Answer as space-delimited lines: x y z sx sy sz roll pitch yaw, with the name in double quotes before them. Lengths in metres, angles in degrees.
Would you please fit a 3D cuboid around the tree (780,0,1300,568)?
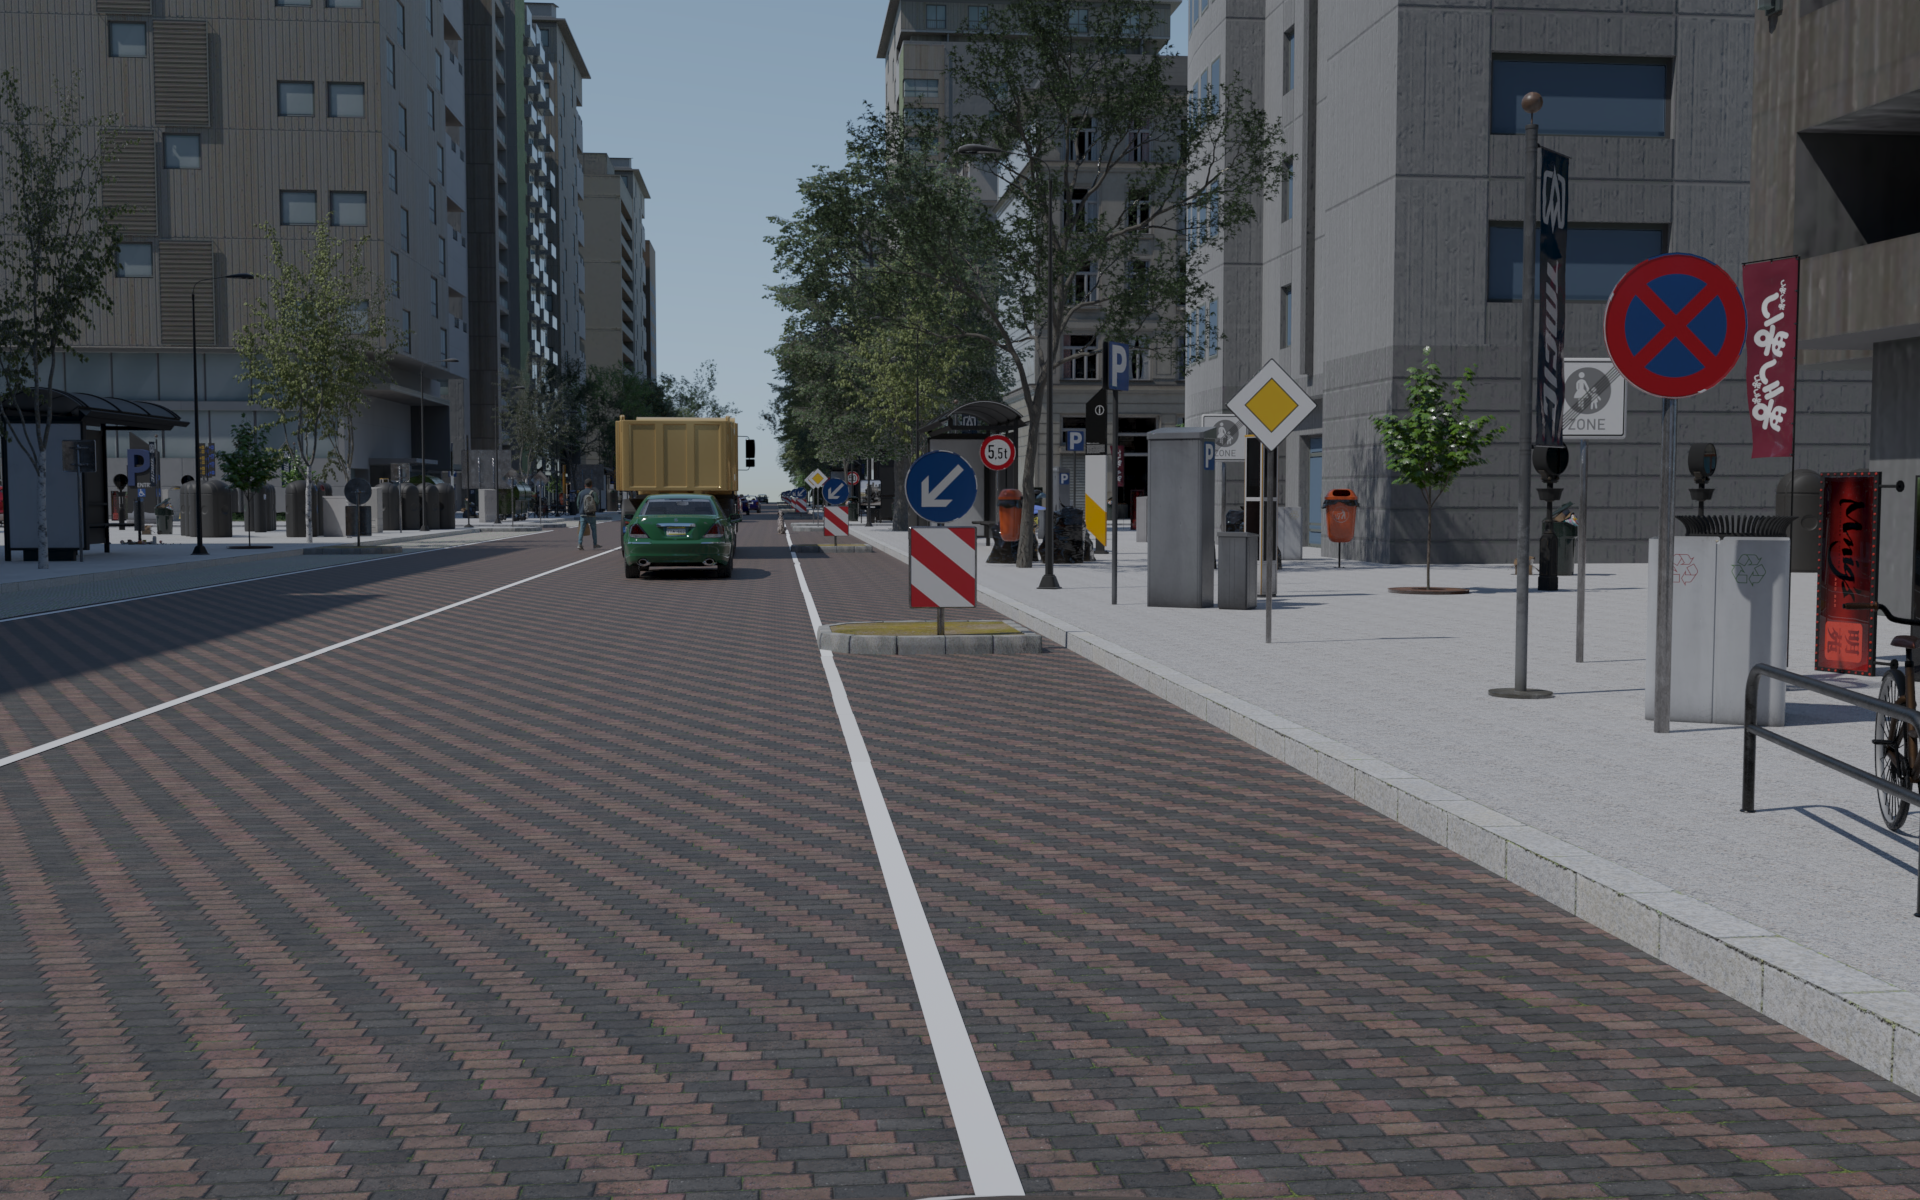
"tree" 1.165 -5.815 29.487 8.767 10.594 7.601 -1 4 -11

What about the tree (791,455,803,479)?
"tree" -18.104 -15.946 211.082 4.737 8.622 4.395 0 3 0

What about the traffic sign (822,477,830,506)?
"traffic sign" -9.695 -7.686 125.776 0.768 2.556 0.104 0 4 -6

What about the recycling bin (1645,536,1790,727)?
"recycling bin" 4.357 0.159 9.958 0.722 1.027 0.722 2 4 25

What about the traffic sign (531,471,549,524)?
"traffic sign" -18.037 -4.331 74.449 0.795 2.450 0.064 0 4 -6

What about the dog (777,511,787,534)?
"dog" -6.508 -2.781 62.312 0.513 0.831 0.800 2 4 27

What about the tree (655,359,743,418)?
"tree" -36.836 -23.601 241.766 12.611 20.169 13.585 0 3 0

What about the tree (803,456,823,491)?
"tree" -11.512 -11.897 144.870 4.360 8.622 3.978 0 3 0

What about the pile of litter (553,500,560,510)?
"pile of litter" -32.227 -7.634 138.781 1.719 0.858 1.176 1 4 16

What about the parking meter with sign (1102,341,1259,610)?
"parking meter with sign" 2.508 -1.427 19.596 1.738 3.016 0.543 2 4 30

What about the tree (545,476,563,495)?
"tree" -34.190 -9.334 147.218 1.663 3.219 1.824 0 3 0

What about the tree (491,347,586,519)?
"tree" -21.930 -8.416 87.970 4.360 8.622 3.978 0 3 0

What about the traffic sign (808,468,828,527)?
"traffic sign" -5.555 -3.920 67.732 0.795 2.450 0.064 0 4 -6

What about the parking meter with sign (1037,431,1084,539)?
"parking meter with sign" 2.762 -3.202 48.621 0.543 3.016 1.738 -2 4 -29

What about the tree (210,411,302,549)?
"tree" -16.860 -2.826 40.811 1.663 3.219 1.824 0 3 0

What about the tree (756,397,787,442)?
"tree" -25.559 -25.373 270.742 12.611 20.169 13.585 0 3 0

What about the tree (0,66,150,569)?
"tree" -15.975 -4.844 29.570 4.360 8.622 3.978 0 3 0

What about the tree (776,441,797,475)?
"tree" -27.016 -23.441 293.636 12.009 13.543 11.850 0 3 0

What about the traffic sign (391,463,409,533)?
"traffic sign" -18.544 -3.380 57.388 0.606 2.300 0.079 0 4 -2

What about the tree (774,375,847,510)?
"tree" -10.795 -13.355 136.474 7.486 12.596 7.792 0 3 0

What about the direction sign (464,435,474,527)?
"direction sign" -18.908 -4.561 66.575 0.379 3.537 0.876 -1 4 -13

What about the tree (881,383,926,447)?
"tree" -3.300 -9.582 107.028 4.360 8.622 3.978 0 3 0

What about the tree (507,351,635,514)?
"tree" -24.956 -10.884 112.363 8.767 10.594 7.601 -1 4 -19

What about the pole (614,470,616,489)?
"pole" -29.032 -9.285 145.653 0.158 3.312 0.155 0 3 0

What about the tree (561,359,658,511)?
"tree" -26.830 -12.752 134.250 9.928 11.665 9.643 0 3 0

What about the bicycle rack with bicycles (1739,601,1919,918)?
"bicycle rack with bicycles" 4.081 0.445 6.107 2.852 0.926 2.925 1 4 9

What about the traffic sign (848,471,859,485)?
"traffic sign" -6.038 -5.947 97.346 0.768 2.556 0.104 0 4 2

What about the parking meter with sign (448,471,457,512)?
"parking meter with sign" -35.398 -7.627 120.959 0.543 3.016 1.738 -1 4 -14

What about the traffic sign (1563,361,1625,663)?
"traffic sign" 4.718 -0.672 13.119 0.606 2.300 0.079 0 4 -2

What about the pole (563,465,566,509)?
"pole" -27.535 -7.750 120.560 0.158 3.312 0.155 0 3 0

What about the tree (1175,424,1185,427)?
"tree" 9.360 -4.864 63.238 4.285 4.588 4.351 0 3 0

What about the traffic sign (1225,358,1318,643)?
"traffic sign" 2.652 -0.835 14.831 0.795 2.450 0.064 0 4 -4

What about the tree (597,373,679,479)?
"tree" -29.967 -15.137 164.497 9.611 12.733 9.660 0 3 0

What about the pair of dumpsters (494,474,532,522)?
"pair of dumpsters" -21.443 -4.886 82.384 1.574 2.255 4.437 0 4 -6

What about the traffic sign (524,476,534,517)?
"traffic sign" -23.766 -5.705 95.405 0.606 2.300 0.079 0 4 1

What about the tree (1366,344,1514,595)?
"tree" 6.034 -1.710 22.560 1.663 3.219 1.824 0 3 0

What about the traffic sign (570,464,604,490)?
"traffic sign" -25.477 -7.616 118.387 2.265 3.308 0.079 0 4 -1

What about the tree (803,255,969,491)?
"tree" -1.519 -6.235 52.311 4.737 8.622 4.395 0 3 0

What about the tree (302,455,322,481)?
"tree" -28.679 -4.913 74.932 1.663 3.219 1.824 0 3 0

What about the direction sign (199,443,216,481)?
"direction sign" -33.394 -5.192 76.879 0.876 3.537 0.379 1 4 20

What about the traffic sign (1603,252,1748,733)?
"traffic sign" 3.776 -0.559 9.243 0.768 2.556 0.104 0 4 -1

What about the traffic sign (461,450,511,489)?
"traffic sign" -21.767 -5.245 79.626 2.265 3.308 0.079 0 4 -2

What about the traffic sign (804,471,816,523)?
"traffic sign" -6.407 -4.405 75.671 0.795 2.450 0.064 0 4 -6

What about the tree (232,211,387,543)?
"tree" -17.195 -5.822 45.546 4.737 8.622 4.395 0 3 0

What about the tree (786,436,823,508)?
"tree" -12.802 -14.595 164.380 9.928 11.665 9.643 0 3 0

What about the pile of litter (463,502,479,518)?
"pile of litter" -25.756 -4.785 92.200 1.176 0.858 1.719 3 5 41

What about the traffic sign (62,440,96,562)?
"traffic sign" -16.611 -1.869 32.683 0.606 2.300 0.079 0 4 -3

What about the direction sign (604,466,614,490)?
"direction sign" -28.147 -8.979 138.807 0.876 3.537 0.379 -1 4 -14

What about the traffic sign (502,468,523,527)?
"traffic sign" -17.185 -3.845 66.510 0.795 2.450 0.064 0 4 -6

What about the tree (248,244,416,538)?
"tree" -18.024 -6.103 50.145 4.360 8.622 3.978 0 3 0

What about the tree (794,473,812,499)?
"tree" -21.024 -15.525 237.554 4.285 4.588 4.351 0 3 0

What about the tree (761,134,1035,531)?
"tree" -2.150 -9.389 60.163 9.857 13.997 8.962 0 3 0

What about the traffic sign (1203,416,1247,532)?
"traffic sign" 3.395 -1.234 22.298 0.606 2.300 0.079 0 4 -6

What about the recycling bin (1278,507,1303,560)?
"recycling bin" 6.298 -1.303 33.855 0.722 1.027 0.722 0 4 4

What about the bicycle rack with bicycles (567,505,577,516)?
"bicycle rack with bicycles" -24.197 -5.413 101.880 2.925 0.926 2.852 -1 4 -16

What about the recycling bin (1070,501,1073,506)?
"recycling bin" 3.884 -3.280 66.176 0.722 1.027 0.722 1 4 18

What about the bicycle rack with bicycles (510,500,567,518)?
"bicycle rack with bicycles" -22.871 -4.816 92.131 2.852 0.926 2.925 0 4 3

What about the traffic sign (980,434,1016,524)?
"traffic sign" 0.804 -2.258 37.022 0.768 2.556 0.104 0 4 1

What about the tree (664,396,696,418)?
"tree" -32.550 -16.468 187.372 7.486 12.596 7.792 0 3 0
